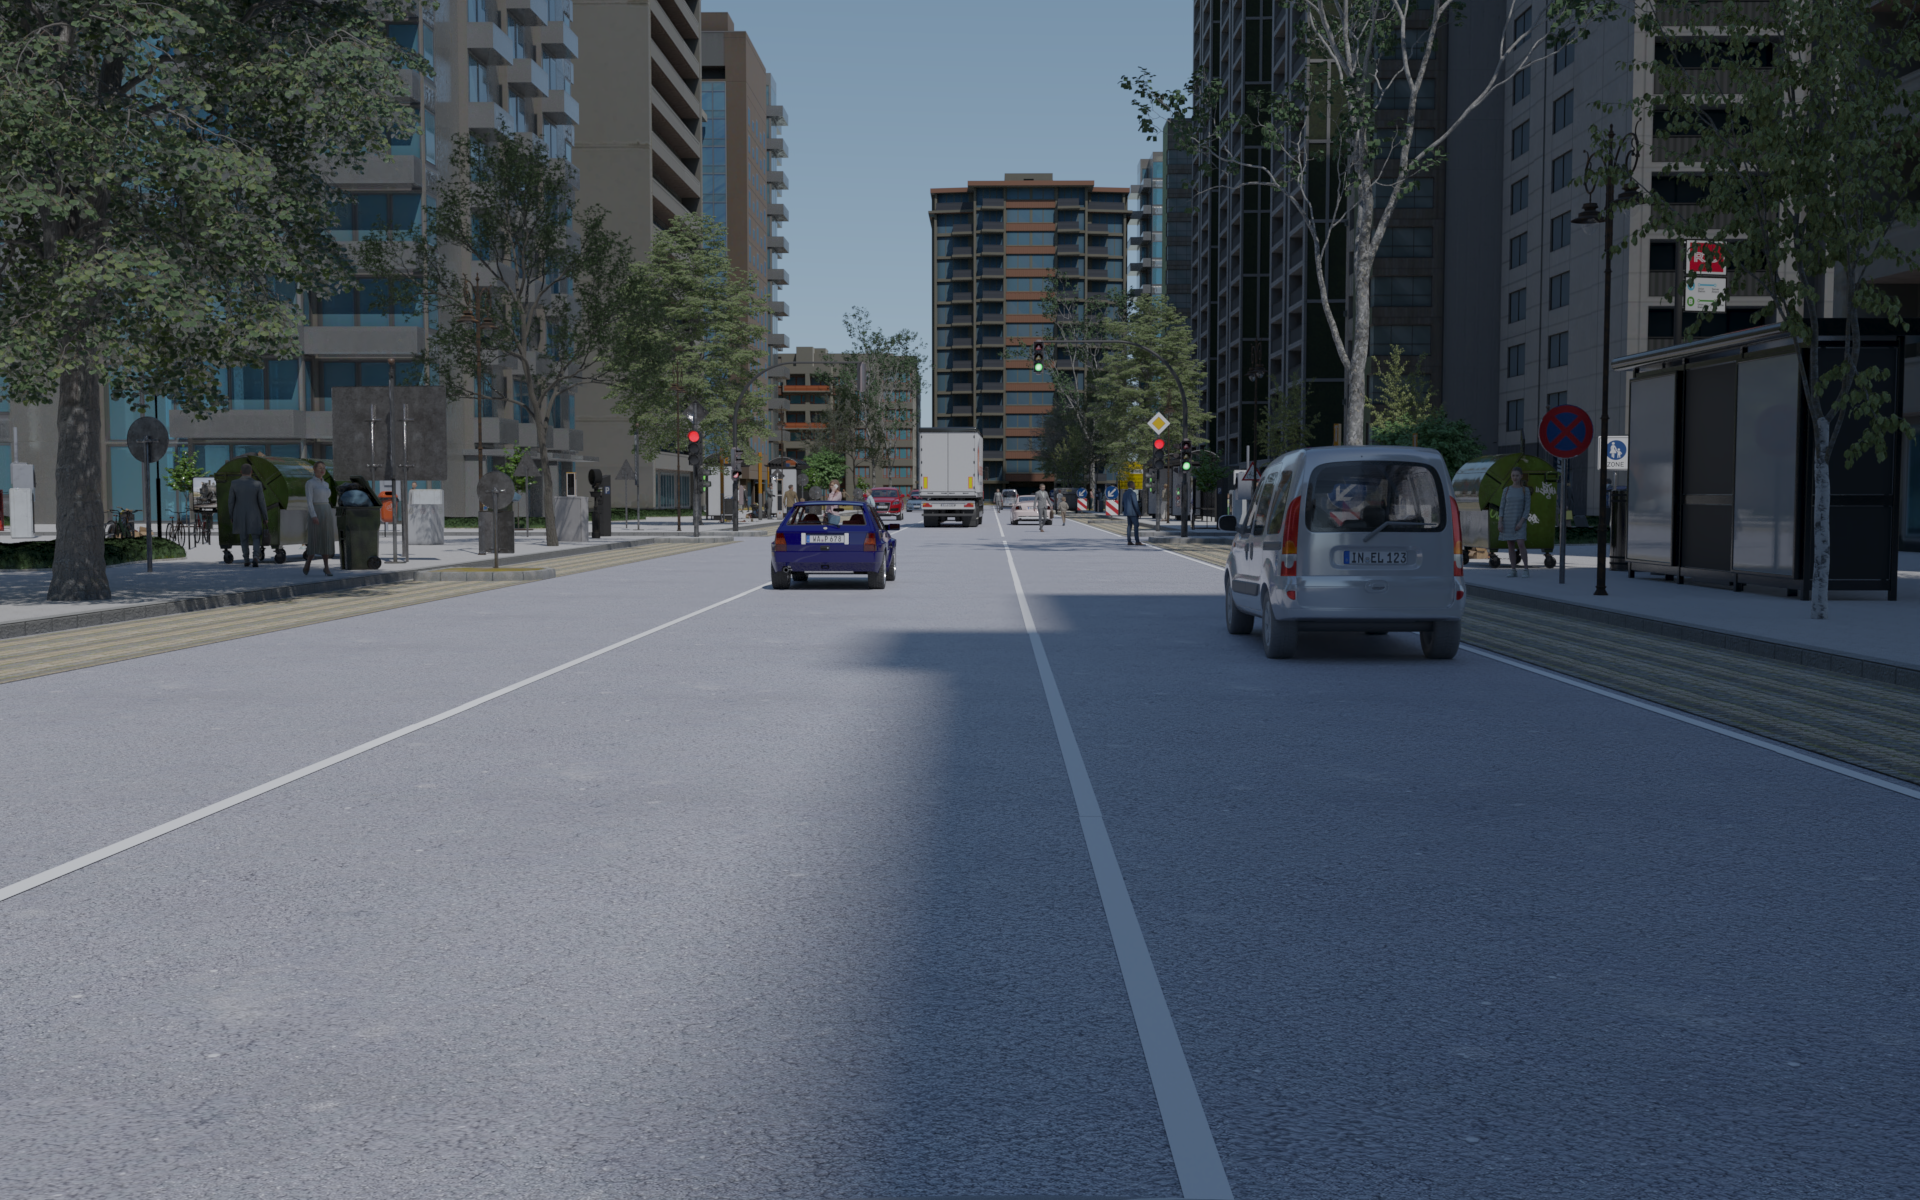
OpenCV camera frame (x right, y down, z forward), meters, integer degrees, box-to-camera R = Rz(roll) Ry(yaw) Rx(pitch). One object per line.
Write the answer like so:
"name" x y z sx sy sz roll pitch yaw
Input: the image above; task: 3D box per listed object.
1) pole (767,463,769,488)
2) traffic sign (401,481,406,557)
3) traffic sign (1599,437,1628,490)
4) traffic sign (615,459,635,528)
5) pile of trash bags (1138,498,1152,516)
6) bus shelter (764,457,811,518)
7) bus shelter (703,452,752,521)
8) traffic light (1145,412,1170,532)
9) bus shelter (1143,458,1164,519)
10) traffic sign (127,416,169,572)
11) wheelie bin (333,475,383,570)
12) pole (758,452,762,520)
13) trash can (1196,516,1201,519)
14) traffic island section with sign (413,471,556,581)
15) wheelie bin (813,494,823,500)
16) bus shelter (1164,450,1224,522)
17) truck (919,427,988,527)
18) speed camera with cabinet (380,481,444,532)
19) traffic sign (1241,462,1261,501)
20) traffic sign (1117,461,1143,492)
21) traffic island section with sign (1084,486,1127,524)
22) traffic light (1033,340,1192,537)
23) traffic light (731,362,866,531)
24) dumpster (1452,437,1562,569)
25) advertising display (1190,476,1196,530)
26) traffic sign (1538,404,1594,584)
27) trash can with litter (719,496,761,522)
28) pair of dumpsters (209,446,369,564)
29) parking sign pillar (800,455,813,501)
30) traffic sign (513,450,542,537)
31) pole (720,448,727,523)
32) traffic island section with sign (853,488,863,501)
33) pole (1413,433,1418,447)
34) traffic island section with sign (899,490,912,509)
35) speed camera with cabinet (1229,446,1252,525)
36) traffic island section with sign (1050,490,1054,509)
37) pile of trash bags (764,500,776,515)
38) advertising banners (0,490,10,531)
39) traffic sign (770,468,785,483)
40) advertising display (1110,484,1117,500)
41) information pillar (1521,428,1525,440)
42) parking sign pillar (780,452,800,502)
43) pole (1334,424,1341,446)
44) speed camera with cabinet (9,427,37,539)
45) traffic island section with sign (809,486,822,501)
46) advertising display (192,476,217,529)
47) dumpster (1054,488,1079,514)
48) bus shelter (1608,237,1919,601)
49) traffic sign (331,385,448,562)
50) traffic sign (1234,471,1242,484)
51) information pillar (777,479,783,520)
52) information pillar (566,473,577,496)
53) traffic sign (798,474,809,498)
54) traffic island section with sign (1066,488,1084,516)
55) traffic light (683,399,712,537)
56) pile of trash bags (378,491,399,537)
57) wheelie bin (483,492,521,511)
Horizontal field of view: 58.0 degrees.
"pole" -12.634 -7.373 114.384 0.158 3.312 0.155 0 3 0
"traffic sign" -11.337 -2.149 35.249 0.768 2.556 0.104 0 4 2
"traffic sign" 11.589 -1.746 30.681 0.606 2.300 0.079 1 4 8
"traffic sign" -12.451 -3.952 64.612 0.884 2.594 0.081 1 4 9
"pile of trash bags" 11.658 -5.648 102.103 3.447 1.369 1.912 -1 4 -13
"bus shelter" -9.547 -6.266 96.374 2.014 3.302 5.546 0 4 1
"bus shelter" -11.545 -5.660 86.470 2.014 3.302 5.546 0 4 1
"traffic light" 6.762 -4.301 59.237 0.839 4.253 0.868 0 4 1
"bus shelter" 10.582 -5.776 88.355 2.014 3.302 5.546 0 4 1
"traffic sign" -13.312 -1.730 28.384 0.768 2.556 0.104 1 4 11
"wheelie bin" -10.222 -1.315 29.414 0.693 1.594 0.980 -3 4 -36
"pole" -9.771 -5.552 84.623 0.158 3.312 0.155 0 3 0
"trash can" 12.146 -4.724 88.883 0.748 1.137 0.748 0 3 0
"traffic island section with sign" -7.934 -1.260 29.221 1.989 1.847 2.006 0 4 1
"wheelie bin" -10.436 -7.244 126.345 0.980 1.594 0.693 0 4 -1
"bus shelter" 11.012 -5.360 81.559 2.014 3.302 5.546 0 4 1
"truck" -0.262 -5.458 78.147 2.839 4.237 11.283 0 4 3
"speed camera with cabinet" -18.825 -3.985 59.488 2.038 3.252 0.660 -1 4 -9
"traffic sign" 11.675 -4.231 69.176 0.884 2.594 0.081 0 4 3
"traffic sign" 10.736 -6.844 105.768 2.265 3.308 0.079 1 4 8
"traffic island section with sign" 7.246 -4.638 84.456 1.989 1.847 2.006 0 4 1
"traffic light" 4.532 -4.678 51.148 4.771 5.953 1.251 0 4 1
"traffic light" -5.605 -5.187 59.468 4.771 5.953 1.251 0 4 1
"dumpster" 9.631 -1.716 30.547 1.502 2.255 1.985 0 4 1
"advertising display" 8.370 -3.489 62.260 0.123 1.923 0.974 0 4 2
"traffic sign" 8.619 -1.505 24.721 0.768 2.556 0.104 0 4 5
"trash can with litter" -10.155 -4.180 79.404 2.233 1.210 1.678 -1 4 -22
"pair of dumpsters" -12.966 -1.908 33.689 1.574 2.255 4.437 0 4 1
"parking sign pillar" -10.737 -7.973 118.836 1.447 3.967 1.447 2 4 30
"traffic sign" -12.874 -3.149 51.492 0.884 2.594 0.081 0 4 6
"pole" -10.544 -5.072 76.769 0.158 3.312 0.155 0 3 0
"traffic island section with sign" -6.525 -6.292 111.502 1.989 1.847 2.006 0 4 1
"pole" 15.272 -3.937 58.208 0.158 3.312 0.155 0 3 0
"traffic island section with sign" -5.658 -9.352 161.538 1.989 1.847 2.006 0 4 1
"speed camera with cabinet" 11.584 -4.728 71.645 0.660 3.252 2.038 0 4 -1
"traffic island section with sign" 9.019 -11.033 189.023 1.989 1.847 2.006 0 4 1
"pile of trash bags" -11.153 -5.853 105.457 1.912 1.369 3.447 0 4 -1
"advertising banners" -33.204 -3.881 59.638 2.074 3.025 0.090 -2 4 -35
"traffic sign" -9.286 -5.398 87.991 0.795 2.593 0.064 1 4 9
"advertising display" 9.486 -6.239 107.225 0.123 1.923 0.974 -1 4 -16
"information pillar" 19.849 -4.270 61.168 0.183 3.616 0.504 1 4 8
"parking sign pillar" -11.365 -7.449 110.262 1.447 3.967 1.447 -3 4 -38
"pole" 10.941 -3.452 50.280 0.158 3.312 0.155 0 3 0
"speed camera with cabinet" -27.420 -3.445 50.661 0.660 3.252 2.038 -2 4 -25
"traffic island section with sign" -6.989 -4.622 84.198 1.989 1.847 2.006 0 4 1
"advertising display" -27.532 -3.554 63.329 0.974 1.923 0.123 0 4 -6
"dumpster" 7.611 -7.072 123.848 1.865 1.857 1.264 0 4 -1
"bus shelter" 10.994 -2.890 24.888 2.179 5.291 8.768 0 4 1
"traffic sign" -10.748 -2.370 32.623 2.265 3.308 0.079 0 4 8
"traffic sign" 12.603 -4.631 77.846 0.606 2.300 0.079 0 4 3
"information pillar" -8.988 -5.009 86.384 0.304 2.012 0.304 0 4 -5
"information pillar" -13.259 -3.344 59.168 0.304 2.012 0.304 0 4 -4
"traffic sign" -9.836 -6.610 108.184 0.768 2.556 0.104 0 4 2
"traffic island section with sign" 7.704 -6.286 111.407 1.989 1.847 2.006 0 4 1
"traffic light" -7.835 -3.827 51.485 0.839 4.253 0.868 0 4 1
"pile of trash bags" -17.974 -2.476 50.241 3.447 1.369 1.912 -3 5 -40
"wheelie bin" -11.581 -2.194 43.776 0.980 1.594 0.693 -1 4 -13
